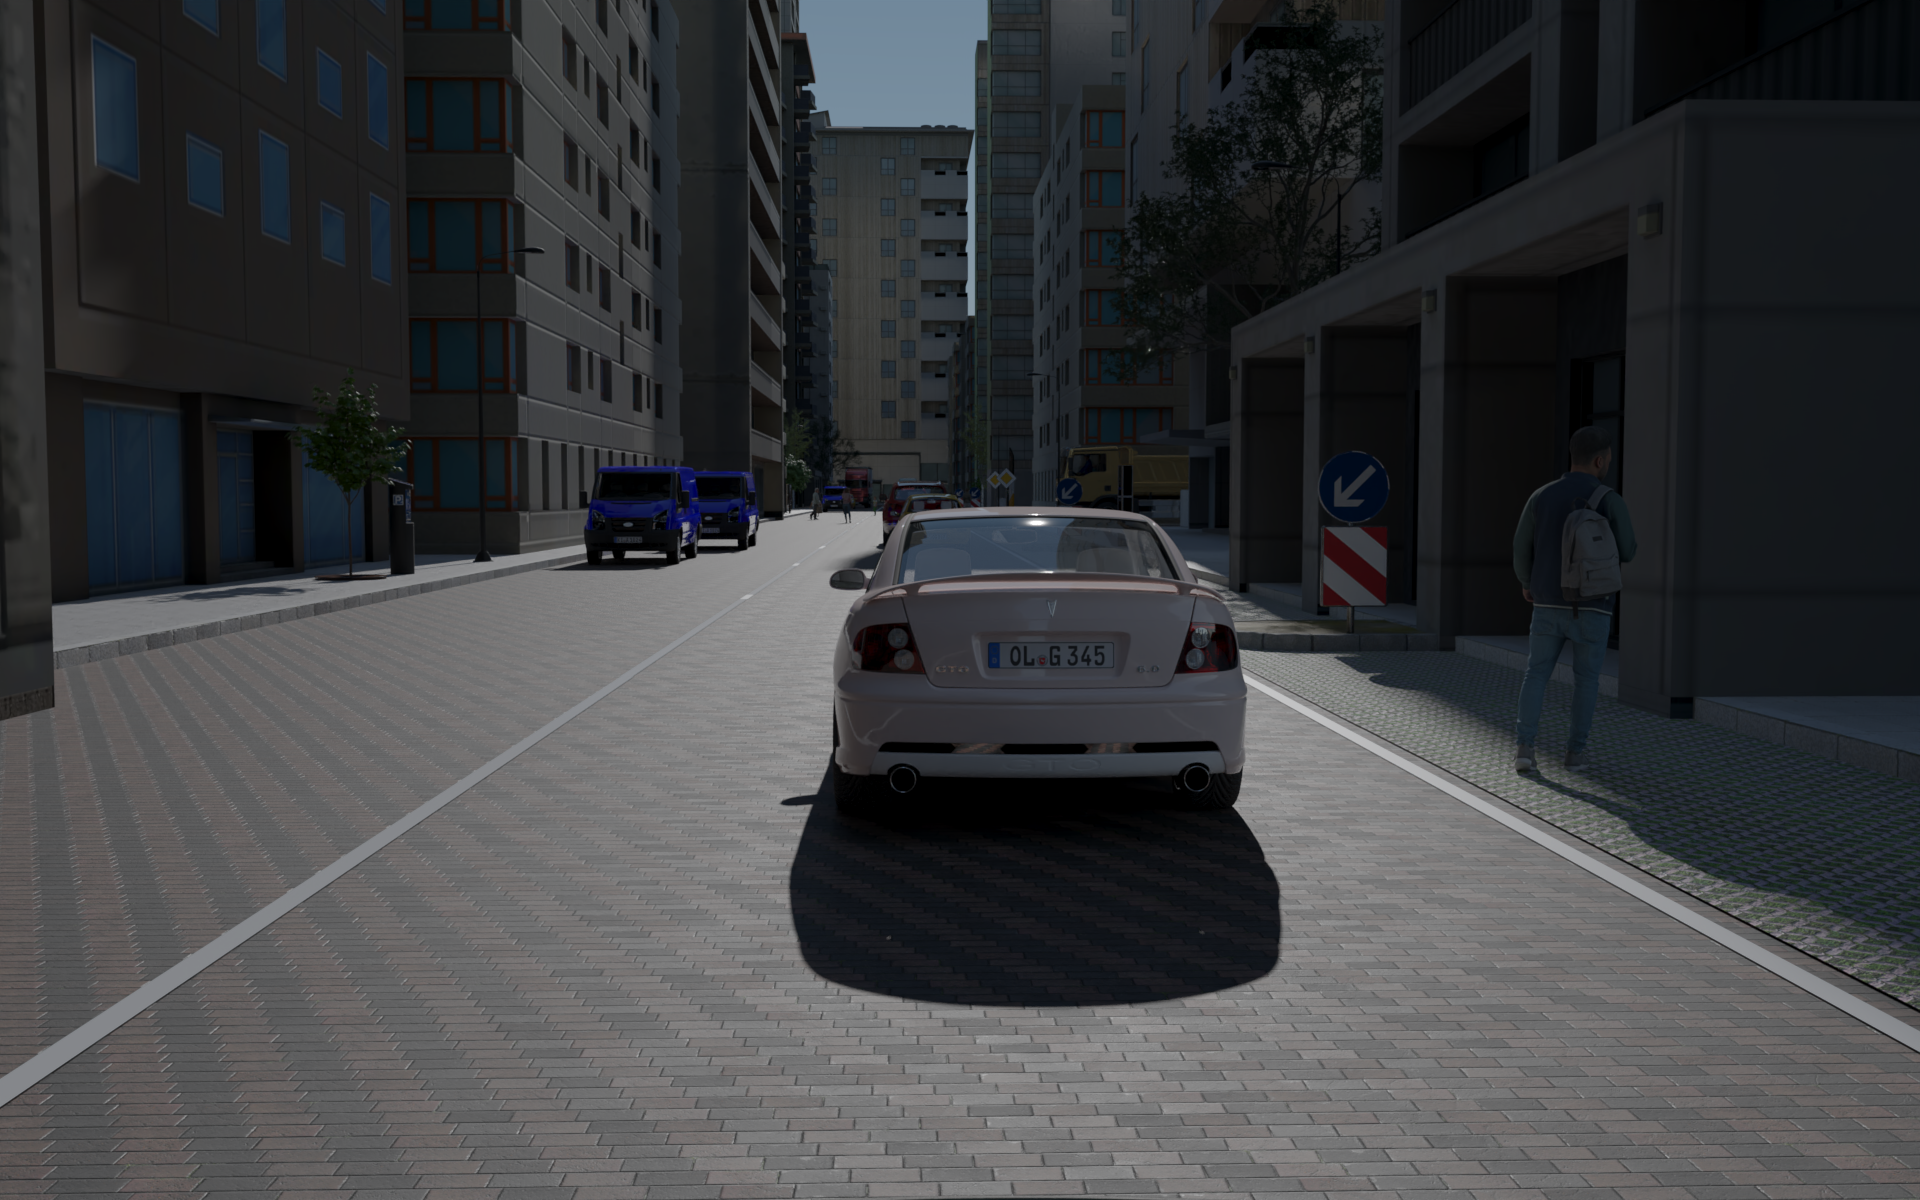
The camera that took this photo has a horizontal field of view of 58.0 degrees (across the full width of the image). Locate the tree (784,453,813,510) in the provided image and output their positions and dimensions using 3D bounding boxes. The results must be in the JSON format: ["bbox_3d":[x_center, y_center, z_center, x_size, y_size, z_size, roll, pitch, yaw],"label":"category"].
[{"bbox_3d":[-13.567,-9.537,139.639,4.285,4.588,4.351,0,3,0],"label":"tree"}]

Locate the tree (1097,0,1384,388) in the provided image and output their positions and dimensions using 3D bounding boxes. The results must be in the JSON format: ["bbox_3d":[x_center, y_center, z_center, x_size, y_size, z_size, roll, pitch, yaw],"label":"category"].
[{"bbox_3d":[5.885,-5.954,31.762,7.601,10.594,8.767,3,5,44],"label":"tree"}]

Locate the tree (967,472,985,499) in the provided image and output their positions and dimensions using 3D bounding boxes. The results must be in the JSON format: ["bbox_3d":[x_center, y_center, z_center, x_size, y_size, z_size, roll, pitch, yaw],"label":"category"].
[{"bbox_3d":[1.658,-9.653,152.422,1.663,3.219,1.824,0,3,0],"label":"tree"}]

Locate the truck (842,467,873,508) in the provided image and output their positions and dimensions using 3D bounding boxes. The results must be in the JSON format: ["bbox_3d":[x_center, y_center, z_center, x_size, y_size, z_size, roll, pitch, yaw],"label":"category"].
[{"bbox_3d":[-10.540,-11.688,180.005,2.839,4.237,11.283,0,4,-1],"label":"truck"}]

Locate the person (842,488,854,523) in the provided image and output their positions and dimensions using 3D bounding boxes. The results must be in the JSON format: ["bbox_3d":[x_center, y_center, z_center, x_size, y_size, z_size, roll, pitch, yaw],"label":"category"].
[{"bbox_3d":[-5.536,-4.661,85.299,0.593,1.750,0.643,0,4,1],"label":"person"}]

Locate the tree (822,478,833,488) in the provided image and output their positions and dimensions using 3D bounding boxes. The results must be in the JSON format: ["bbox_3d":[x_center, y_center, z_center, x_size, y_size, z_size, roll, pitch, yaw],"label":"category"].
[{"bbox_3d":[-15.630,-13.051,207.979,1.663,3.219,1.824,0,3,0],"label":"tree"}]

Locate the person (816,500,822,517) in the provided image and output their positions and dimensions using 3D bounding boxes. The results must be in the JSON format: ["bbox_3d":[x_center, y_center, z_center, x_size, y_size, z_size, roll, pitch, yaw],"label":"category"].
[{"bbox_3d":[-9.017,-5.939,110.623,0.505,1.210,0.382,1,4,15],"label":"person"}]

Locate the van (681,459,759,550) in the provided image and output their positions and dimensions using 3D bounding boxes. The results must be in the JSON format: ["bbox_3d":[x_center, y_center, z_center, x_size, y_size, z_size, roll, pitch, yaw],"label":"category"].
[{"bbox_3d":[-6.461,-2.549,46.056,2.240,2.365,5.245,0,4,-3],"label":"van"}]

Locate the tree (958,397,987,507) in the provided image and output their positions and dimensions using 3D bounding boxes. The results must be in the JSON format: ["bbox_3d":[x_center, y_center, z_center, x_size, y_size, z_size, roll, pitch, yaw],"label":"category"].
[{"bbox_3d":[1.956,-11.163,132.883,4.737,8.622,4.395,0,3,0],"label":"tree"}]

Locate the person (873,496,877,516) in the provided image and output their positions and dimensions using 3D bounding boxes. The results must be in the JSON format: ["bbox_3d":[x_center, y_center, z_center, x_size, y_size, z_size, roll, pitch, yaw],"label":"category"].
[{"bbox_3d":[-5.607,-6.223,114.502,0.306,1.304,0.590,1,4,11],"label":"person"}]

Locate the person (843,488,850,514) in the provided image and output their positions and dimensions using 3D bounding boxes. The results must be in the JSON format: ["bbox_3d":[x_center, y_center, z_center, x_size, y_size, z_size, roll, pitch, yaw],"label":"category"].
[{"bbox_3d":[-8.208,-7.201,126.035,0.655,1.846,0.447,3,4,39],"label":"person"}]

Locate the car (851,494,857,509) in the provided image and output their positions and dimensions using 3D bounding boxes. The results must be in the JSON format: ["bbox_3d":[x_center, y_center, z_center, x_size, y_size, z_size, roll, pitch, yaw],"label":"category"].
[{"bbox_3d":[-10.830,-9.478,165.186,2.015,1.641,3.980,0,4,-2],"label":"car"}]

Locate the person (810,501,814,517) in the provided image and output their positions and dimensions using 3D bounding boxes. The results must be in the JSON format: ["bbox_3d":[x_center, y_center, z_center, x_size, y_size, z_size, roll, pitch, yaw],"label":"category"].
[{"bbox_3d":[-9.136,-5.799,108.336,0.505,1.210,0.382,-3,5,-42],"label":"person"}]

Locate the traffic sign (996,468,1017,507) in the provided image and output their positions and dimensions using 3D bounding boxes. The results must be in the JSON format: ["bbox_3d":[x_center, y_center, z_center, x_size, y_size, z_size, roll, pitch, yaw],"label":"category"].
[{"bbox_3d":[1.779,-3.841,66.450,0.795,2.450,0.064,0,4,-2],"label":"traffic sign"}]

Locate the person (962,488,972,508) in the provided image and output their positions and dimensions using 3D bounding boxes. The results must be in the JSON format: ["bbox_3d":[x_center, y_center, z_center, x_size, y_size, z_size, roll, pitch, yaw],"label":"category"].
[{"bbox_3d":[0.397,-5.060,91.777,0.519,1.759,0.362,1,4,18],"label":"person"}]

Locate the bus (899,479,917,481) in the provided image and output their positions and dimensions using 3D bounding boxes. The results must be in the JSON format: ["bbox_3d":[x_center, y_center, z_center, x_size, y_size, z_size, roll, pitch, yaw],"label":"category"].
[{"bbox_3d":[-6.227,-13.307,212.430,2.948,3.499,13.247,0,3,0],"label":"bus"}]

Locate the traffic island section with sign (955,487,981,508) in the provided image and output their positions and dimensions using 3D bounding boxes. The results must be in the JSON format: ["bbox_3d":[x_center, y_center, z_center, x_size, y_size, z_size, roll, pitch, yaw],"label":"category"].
[{"bbox_3d":[0.717,-5.533,99.094,1.989,1.847,2.006,0,4,-2],"label":"traffic island section with sign"}]

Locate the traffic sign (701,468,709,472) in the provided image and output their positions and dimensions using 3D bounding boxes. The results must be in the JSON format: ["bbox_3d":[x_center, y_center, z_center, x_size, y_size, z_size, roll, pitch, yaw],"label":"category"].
[{"bbox_3d":[-9.709,-3.819,66.088,0.795,2.450,0.064,0,4,-2],"label":"traffic sign"}]

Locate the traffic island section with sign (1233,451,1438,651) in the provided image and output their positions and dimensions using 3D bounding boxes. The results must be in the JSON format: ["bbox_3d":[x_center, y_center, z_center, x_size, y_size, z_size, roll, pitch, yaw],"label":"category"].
[{"bbox_3d":[3.471,-0.489,16.619,1.989,1.847,2.006,0,4,-2],"label":"traffic island section with sign"}]

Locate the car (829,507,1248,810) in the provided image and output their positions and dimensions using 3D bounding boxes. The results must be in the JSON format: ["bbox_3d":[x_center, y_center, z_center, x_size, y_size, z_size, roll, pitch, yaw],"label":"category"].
[{"bbox_3d":[0.316,0.190,9.255,2.083,1.381,4.827,0,4,-1],"label":"car"}]

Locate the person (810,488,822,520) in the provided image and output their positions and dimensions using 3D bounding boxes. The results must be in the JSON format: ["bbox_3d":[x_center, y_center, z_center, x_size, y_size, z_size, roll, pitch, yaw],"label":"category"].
[{"bbox_3d":[-8.056,-5.380,96.941,0.515,1.767,0.782,-2,4,-29],"label":"person"}]

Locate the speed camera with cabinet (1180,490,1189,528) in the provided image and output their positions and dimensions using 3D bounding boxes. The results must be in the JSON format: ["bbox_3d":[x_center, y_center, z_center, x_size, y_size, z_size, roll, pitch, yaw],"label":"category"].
[{"bbox_3d":[9.390,-4.433,66.816,2.038,3.252,0.660,-3,5,-41],"label":"speed camera with cabinet"}]

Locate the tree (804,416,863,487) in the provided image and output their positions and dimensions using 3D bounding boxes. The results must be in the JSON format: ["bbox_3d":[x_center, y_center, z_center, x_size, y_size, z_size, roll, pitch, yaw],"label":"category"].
[{"bbox_3d":[-15.429,-16.410,202.716,8.767,10.594,7.601,0,4,3],"label":"tree"}]

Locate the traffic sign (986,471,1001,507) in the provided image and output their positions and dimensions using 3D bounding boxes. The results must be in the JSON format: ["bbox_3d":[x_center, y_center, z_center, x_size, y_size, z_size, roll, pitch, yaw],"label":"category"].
[{"bbox_3d":[1.513,-4.330,74.431,0.795,2.450,0.064,0,4,-2],"label":"traffic sign"}]

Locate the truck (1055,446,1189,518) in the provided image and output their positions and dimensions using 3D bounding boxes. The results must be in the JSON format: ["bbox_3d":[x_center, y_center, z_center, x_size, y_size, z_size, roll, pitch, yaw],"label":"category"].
[{"bbox_3d":[7.958,-4.574,70.711,9.791,3.379,3.469,0,4,-3],"label":"truck"}]

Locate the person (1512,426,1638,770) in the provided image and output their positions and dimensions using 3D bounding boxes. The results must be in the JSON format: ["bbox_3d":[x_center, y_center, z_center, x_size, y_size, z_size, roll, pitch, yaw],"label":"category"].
[{"bbox_3d":[3.158,-0.005,8.927,0.623,1.781,0.721,2,4,24],"label":"person"}]

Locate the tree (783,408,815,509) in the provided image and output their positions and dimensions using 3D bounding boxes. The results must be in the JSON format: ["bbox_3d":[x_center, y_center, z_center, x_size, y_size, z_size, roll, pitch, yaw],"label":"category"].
[{"bbox_3d":[-14.279,-11.961,145.927,4.737,8.622,4.395,0,3,0],"label":"tree"}]

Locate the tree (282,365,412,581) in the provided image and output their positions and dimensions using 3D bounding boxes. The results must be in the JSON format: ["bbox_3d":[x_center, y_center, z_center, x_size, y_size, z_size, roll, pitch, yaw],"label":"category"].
[{"bbox_3d":[-9.053,-1.923,26.040,1.663,3.219,1.824,0,3,0],"label":"tree"}]

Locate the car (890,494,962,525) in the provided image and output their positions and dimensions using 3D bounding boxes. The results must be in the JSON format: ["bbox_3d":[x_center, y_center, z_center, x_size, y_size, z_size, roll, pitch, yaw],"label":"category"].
[{"bbox_3d":[-0.687,-1.957,42.227,2.015,1.641,3.980,0,4,-3],"label":"car"}]

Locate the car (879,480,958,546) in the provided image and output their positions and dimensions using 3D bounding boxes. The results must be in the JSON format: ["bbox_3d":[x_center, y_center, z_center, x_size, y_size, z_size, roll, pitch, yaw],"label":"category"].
[{"bbox_3d":[-1.177,-2.491,49.398,2.281,1.827,5.304,0,4,-2],"label":"car"}]

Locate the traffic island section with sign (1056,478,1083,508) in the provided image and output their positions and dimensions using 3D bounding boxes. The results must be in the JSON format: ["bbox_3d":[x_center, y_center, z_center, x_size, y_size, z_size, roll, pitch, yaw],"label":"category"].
[{"bbox_3d":[2.572,-2.136,43.559,1.989,1.847,2.006,0,4,-2],"label":"traffic island section with sign"}]
